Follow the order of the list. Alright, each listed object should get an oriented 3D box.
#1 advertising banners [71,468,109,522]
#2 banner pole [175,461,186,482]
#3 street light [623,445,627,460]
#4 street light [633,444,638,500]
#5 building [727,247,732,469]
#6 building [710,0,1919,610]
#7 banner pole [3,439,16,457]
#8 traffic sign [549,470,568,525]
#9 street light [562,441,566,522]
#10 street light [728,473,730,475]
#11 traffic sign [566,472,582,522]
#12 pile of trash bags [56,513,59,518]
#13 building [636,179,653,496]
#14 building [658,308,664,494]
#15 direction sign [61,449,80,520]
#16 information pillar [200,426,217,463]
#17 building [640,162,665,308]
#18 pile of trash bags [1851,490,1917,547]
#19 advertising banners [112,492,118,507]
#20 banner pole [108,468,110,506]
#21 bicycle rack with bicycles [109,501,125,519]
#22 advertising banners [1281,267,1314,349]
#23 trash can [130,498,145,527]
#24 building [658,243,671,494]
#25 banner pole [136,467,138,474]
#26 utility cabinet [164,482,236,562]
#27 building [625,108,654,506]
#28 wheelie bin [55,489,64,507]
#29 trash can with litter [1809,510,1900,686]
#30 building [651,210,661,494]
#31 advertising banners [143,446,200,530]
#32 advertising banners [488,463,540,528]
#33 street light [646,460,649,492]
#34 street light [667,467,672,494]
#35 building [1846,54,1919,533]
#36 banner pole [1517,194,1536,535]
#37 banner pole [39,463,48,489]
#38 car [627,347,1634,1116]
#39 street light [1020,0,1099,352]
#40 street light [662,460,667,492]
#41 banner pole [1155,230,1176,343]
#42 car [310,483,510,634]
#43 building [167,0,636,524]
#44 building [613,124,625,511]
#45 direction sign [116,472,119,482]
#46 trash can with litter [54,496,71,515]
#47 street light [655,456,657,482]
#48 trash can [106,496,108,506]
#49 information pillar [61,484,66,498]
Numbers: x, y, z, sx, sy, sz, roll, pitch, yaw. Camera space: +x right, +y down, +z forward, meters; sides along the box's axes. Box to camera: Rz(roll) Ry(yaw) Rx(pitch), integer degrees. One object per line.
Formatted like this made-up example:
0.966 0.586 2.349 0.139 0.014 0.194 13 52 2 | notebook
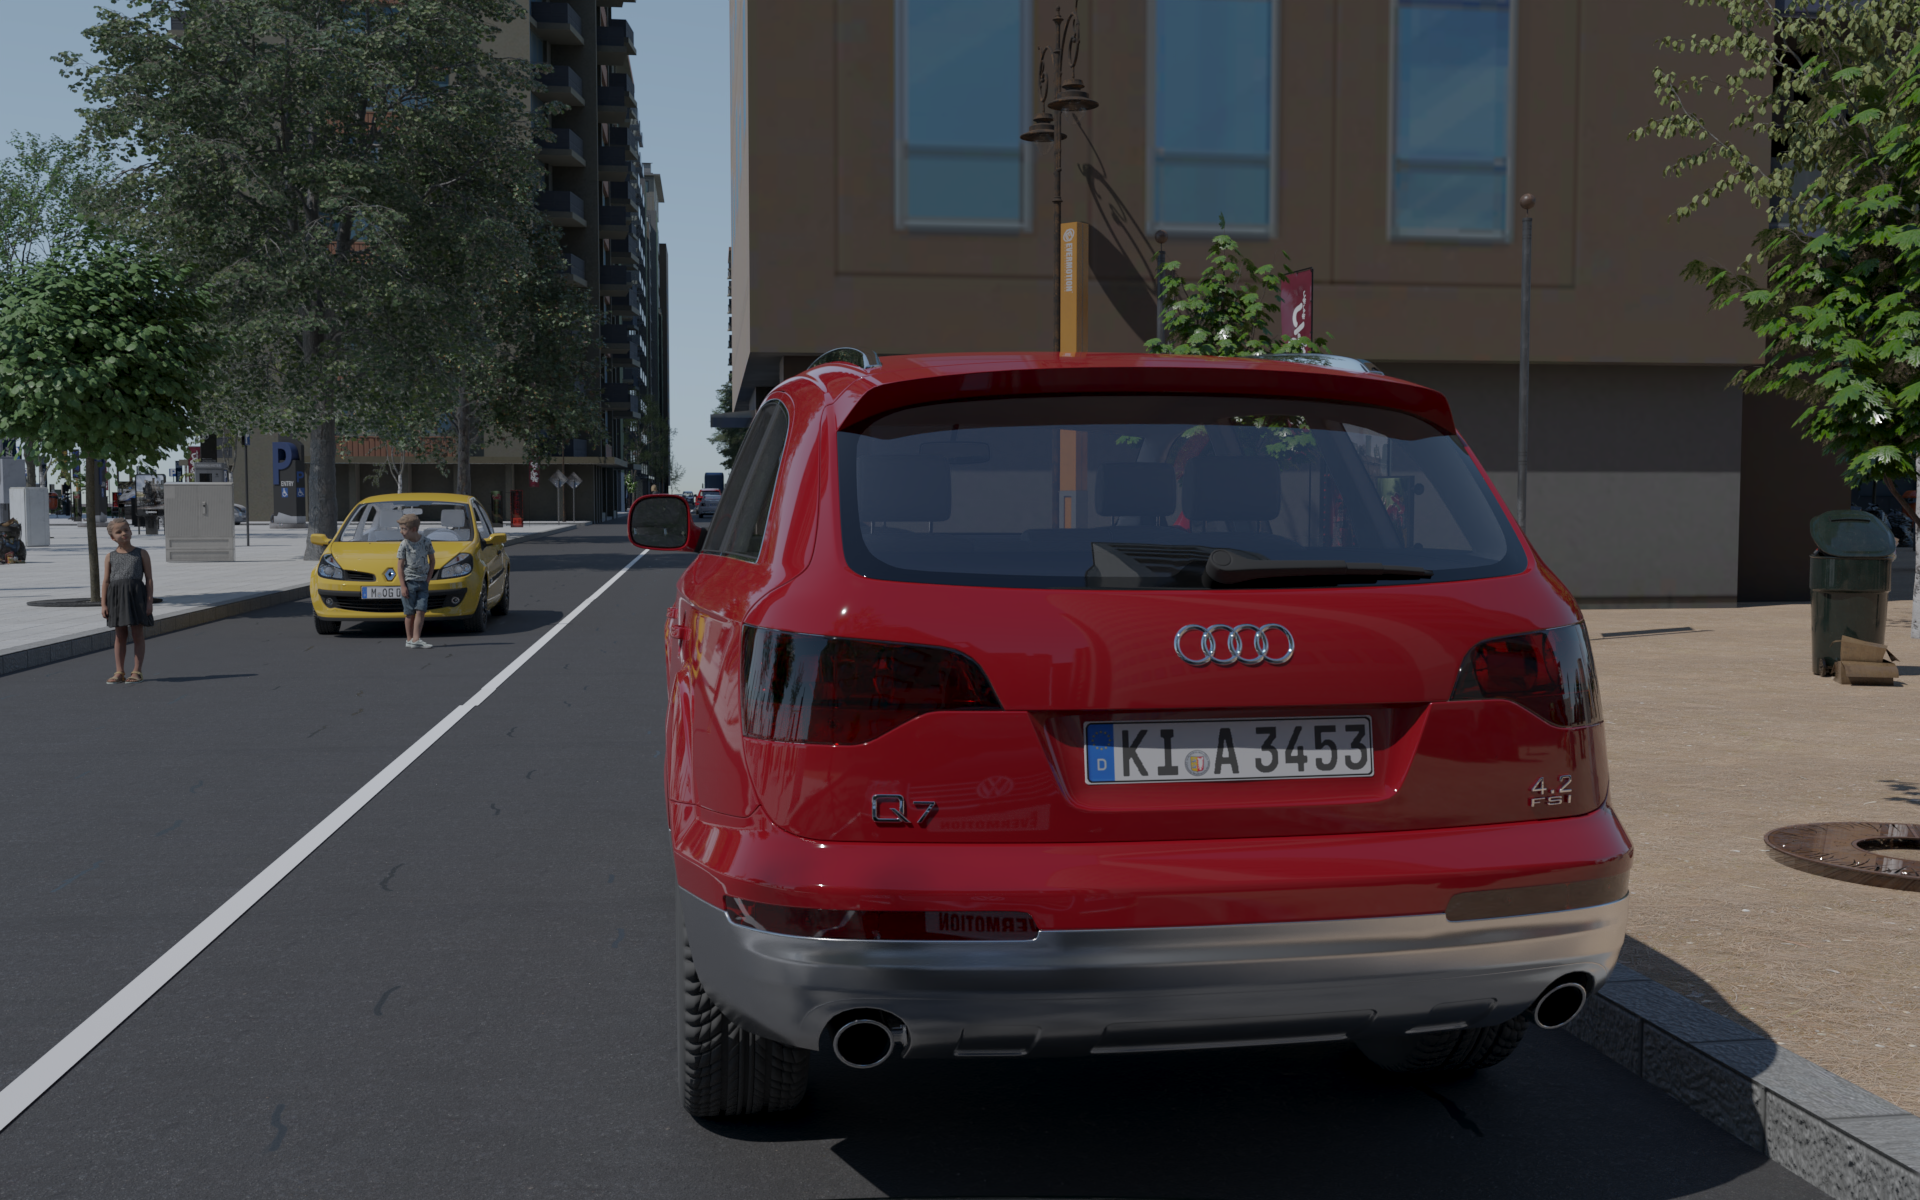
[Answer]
-40.279 -5.135 80.145 2.074 3.025 0.090 1 4 16 | advertising banners
-51.284 -7.592 114.151 0.863 3.779 0.401 -3 5 -44 | banner pole
-26.029 -9.864 134.068 0.468 5.910 1.993 -1 4 -8 | street light
-29.054 -11.141 154.940 0.468 5.910 1.993 -1 4 -8 | street light
-28.956 -39.445 299.547 22.147 44.769 28.867 -1 4 -8 | building
3.718 -22.875 24.119 14.600 45.320 14.200 -1 4 -8 | building
-30.170 -3.957 54.707 0.401 3.779 0.863 2 4 32 | banner pole
-16.489 -4.129 71.158 0.795 2.450 0.064 -1 4 -8 | traffic sign
-18.167 -6.516 79.323 0.468 5.910 1.993 -1 4 -8 | street light
-41.602 -20.742 311.910 0.468 5.910 1.993 -1 4 -8 | street light
-17.626 -4.613 79.062 0.795 2.450 0.064 -1 4 -8 | traffic sign
-50.543 -5.188 94.582 3.447 1.369 1.912 1 4 23 | pile of trash bags
-46.504 -32.641 217.279 14.154 41.232 14.086 -1 4 -8 | building
-51.416 -29.701 257.311 14.160 30.474 14.107 -1 4 -8 | building
-44.740 -5.819 87.133 0.876 3.537 0.379 -1 4 -14 | direction sign
-23.045 -3.778 53.130 0.504 3.616 0.183 -3 5 -42 | information pillar
-61.717 -42.012 276.130 28.713 52.752 27.495 -1 4 -8 | building
22.396 -1.987 42.234 3.447 1.369 1.912 -2 4 -31 | pile of trash bags
-63.782 -8.235 130.836 2.074 3.025 0.090 0 4 -7 | advertising banners
-65.317 -8.725 132.672 0.863 3.779 0.401 2 4 29 | banner pole
-43.839 -4.784 91.597 2.852 0.926 2.925 -1 4 -10 | bicycle rack with bicycles
2.864 -1.023 12.913 0.090 3.025 2.074 -1 4 -17 | advertising banners
-32.153 -3.440 67.899 0.748 1.137 0.748 0 3 0 | trash can
-57.161 -39.628 298.031 14.600 45.320 14.200 -1 4 -8 | building
-64.747 -8.959 136.495 0.401 3.779 0.863 0 4 -7 | banner pole
-14.267 -1.457 32.509 1.173 1.500 0.318 -1 4 -16 | utility cabinet
-46.941 -35.163 194.521 23.786 49.044 30.456 -1 4 -8 | building
-60.436 -6.596 115.760 0.980 1.594 0.693 -2 4 -31 | wheelie bin
6.261 -0.035 11.968 0.624 1.170 1.055 1 4 13 | trash can with litter
-49.373 -34.145 241.864 14.154 41.232 14.086 -1 4 -8 | building
-28.483 -4.068 62.697 2.074 3.025 0.090 -1 4 -15 | advertising banners
-17.022 -4.290 66.336 2.074 3.025 0.090 -2 4 -27 | advertising banners
-32.871 -12.815 182.317 0.468 5.910 1.993 -1 4 -8 | street light
-44.865 -17.906 265.552 0.468 5.910 1.993 -1 4 -8 | street light
28.390 -38.295 64.373 20.611 71.187 20.563 -1 4 -8 | building
4.803 -1.514 14.766 0.401 3.779 0.863 1 4 18 | banner pole
-53.226 -6.757 100.490 0.401 3.779 0.863 1 4 11 | banner pole
0.066 0.184 5.664 2.281 1.827 5.304 -1 4 -10 | car
0.928 -2.677 16.556 0.468 5.910 1.993 -1 4 -8 | street light
-40.801 -16.201 237.680 0.468 5.910 1.993 -1 4 -8 | street light
1.985 -1.634 16.739 0.401 3.779 0.863 1 4 19 | banner pole
-5.963 -0.539 19.033 2.015 1.641 3.980 -1 4 -9 | car
-28.707 -26.758 92.111 22.147 44.769 28.867 -1 4 -8 | building
-31.682 -21.552 124.075 14.160 30.474 14.107 -1 4 -8 | building
-68.570 -9.118 141.077 0.379 3.537 0.876 -1 4 -15 | direction sign
-55.056 -5.800 106.216 1.055 1.170 0.624 0 4 5 | trash can with litter
-36.855 -14.497 209.814 0.468 5.910 1.993 -1 4 -8 | street light
-62.417 -7.006 126.205 0.748 1.137 0.748 0 3 0 | trash can
-67.560 -7.710 130.555 0.304 2.012 0.304 -3 4 -36 | information pillar
